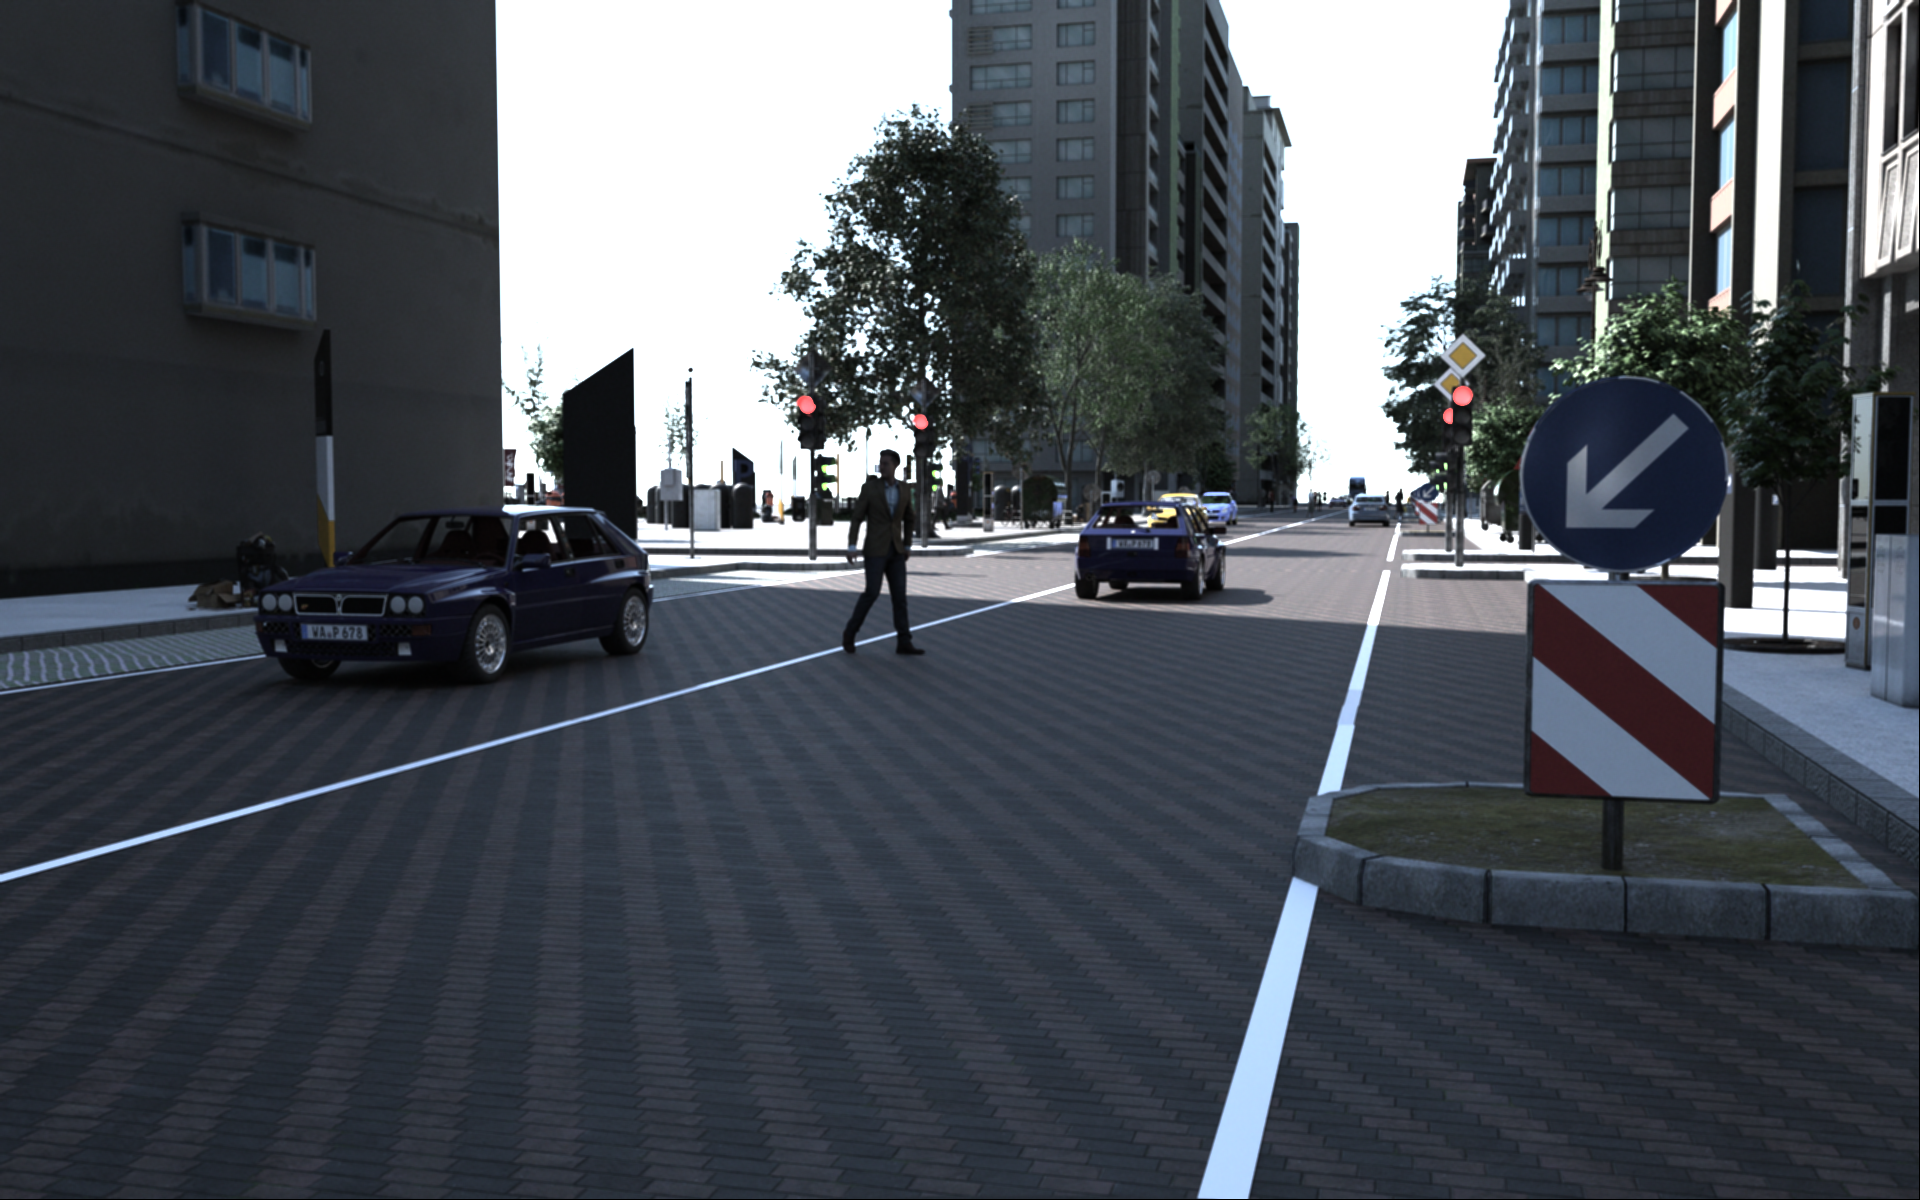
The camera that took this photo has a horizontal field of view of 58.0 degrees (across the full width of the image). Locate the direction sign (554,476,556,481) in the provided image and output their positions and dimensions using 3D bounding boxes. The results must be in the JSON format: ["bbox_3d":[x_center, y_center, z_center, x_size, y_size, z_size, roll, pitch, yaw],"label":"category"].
[{"bbox_3d":[-27.512,-7.740,118.550,0.876,3.537,0.379,3,5,44],"label":"direction sign"}]

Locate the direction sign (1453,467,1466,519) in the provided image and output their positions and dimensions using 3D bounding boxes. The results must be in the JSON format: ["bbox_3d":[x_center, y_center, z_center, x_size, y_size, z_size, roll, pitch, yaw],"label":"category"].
[{"bbox_3d":[25.897,-5.947,89.233,0.379,3.537,0.876,0,4,-6],"label":"direction sign"}]

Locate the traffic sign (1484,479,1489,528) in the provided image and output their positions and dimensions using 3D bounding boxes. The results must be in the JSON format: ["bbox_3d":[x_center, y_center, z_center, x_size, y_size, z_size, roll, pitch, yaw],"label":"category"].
[{"bbox_3d":[19.510,-3.904,63.942,0.768,2.556,0.104,1,4,18],"label":"traffic sign"}]

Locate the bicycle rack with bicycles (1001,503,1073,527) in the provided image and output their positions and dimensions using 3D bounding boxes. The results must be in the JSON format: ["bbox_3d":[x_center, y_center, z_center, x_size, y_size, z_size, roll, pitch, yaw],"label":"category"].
[{"bbox_3d":[3.202,-3.363,68.370,2.852,0.926,2.925,-1,4,-22],"label":"bicycle rack with bicycles"}]

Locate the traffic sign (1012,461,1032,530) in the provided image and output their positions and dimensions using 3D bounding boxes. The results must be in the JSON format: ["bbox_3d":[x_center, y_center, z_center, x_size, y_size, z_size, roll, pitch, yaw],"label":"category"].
[{"bbox_3d":[2.231,-3.823,62.619,0.768,2.556,0.104,1,4,15],"label":"traffic sign"}]

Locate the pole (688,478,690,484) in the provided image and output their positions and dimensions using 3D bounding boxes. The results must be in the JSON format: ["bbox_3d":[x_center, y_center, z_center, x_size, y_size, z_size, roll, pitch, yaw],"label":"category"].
[{"bbox_3d":[-13.459,-5.647,86.165,0.158,3.312,0.155,0,3,0],"label":"pole"}]

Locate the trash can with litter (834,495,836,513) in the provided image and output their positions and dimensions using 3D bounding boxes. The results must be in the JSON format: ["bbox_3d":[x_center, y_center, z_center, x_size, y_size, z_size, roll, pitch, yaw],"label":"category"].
[{"bbox_3d":[-6.304,-4.875,90.759,1.678,1.210,2.233,0,4,8],"label":"trash can with litter"}]

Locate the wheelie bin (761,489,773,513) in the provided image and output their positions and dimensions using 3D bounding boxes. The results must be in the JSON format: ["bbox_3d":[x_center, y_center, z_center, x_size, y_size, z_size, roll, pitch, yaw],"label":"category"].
[{"bbox_3d":[-13.049,-6.692,117.315,0.980,1.594,0.693,1,4,8],"label":"wheelie bin"}]

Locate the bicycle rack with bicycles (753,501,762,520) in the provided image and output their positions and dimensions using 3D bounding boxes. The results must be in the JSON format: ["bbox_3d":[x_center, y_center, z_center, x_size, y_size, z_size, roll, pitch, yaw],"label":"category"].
[{"bbox_3d":[-11.326,-4.478,86.590,2.852,0.926,2.925,2,4,26],"label":"bicycle rack with bicycles"}]

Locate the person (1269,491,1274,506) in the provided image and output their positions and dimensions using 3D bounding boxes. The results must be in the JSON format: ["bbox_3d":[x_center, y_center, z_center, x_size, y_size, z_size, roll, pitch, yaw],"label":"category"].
[{"bbox_3d":[33.646,-10.989,187.174,0.593,1.643,0.415,1,4,23],"label":"person"}]

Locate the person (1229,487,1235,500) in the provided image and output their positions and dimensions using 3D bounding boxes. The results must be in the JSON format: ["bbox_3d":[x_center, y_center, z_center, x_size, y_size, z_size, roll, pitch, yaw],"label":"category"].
[{"bbox_3d":[21.180,-7.866,134.516,0.599,1.838,0.709,2,4,25],"label":"person"}]

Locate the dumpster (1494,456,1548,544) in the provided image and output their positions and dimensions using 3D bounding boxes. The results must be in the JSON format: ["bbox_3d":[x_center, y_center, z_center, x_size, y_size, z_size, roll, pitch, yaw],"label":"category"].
[{"bbox_3d":[14.879,-2.634,45.564,1.502,2.255,1.985,1,4,14],"label":"dumpster"}]

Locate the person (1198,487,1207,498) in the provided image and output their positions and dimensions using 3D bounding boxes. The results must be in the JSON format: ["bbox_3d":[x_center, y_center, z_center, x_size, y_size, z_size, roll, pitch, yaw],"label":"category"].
[{"bbox_3d":[16.861,-6.928,119.844,1.217,1.766,0.721,1,4,15],"label":"person"}]

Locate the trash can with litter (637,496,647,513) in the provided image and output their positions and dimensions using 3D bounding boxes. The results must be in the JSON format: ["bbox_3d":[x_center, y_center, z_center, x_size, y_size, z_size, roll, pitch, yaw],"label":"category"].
[{"bbox_3d":[-19.353,-5.744,105.294,1.055,1.170,0.624,-3,4,-38],"label":"trash can with litter"}]

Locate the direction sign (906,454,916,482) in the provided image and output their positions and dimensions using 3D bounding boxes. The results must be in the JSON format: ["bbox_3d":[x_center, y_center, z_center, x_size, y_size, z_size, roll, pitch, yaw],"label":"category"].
[{"bbox_3d":[-2.629,-6.485,98.033,0.876,3.537,0.379,-1,4,-14],"label":"direction sign"}]

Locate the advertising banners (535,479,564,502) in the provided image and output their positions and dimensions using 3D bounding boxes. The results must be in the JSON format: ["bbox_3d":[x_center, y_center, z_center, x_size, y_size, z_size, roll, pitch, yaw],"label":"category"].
[{"bbox_3d":[-20.675,-5.573,87.307,0.090,3.025,2.074,3,4,36],"label":"advertising banners"}]

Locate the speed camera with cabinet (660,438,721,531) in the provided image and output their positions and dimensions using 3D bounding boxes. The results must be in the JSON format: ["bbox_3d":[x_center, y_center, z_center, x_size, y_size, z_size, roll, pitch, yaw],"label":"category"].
[{"bbox_3d":[-9.468,-4.067,60.828,2.038,3.252,0.660,1,4,8],"label":"speed camera with cabinet"}]

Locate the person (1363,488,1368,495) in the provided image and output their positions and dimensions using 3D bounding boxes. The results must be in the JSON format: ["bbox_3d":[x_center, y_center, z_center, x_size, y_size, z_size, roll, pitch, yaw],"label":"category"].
[{"bbox_3d":[28.276,-6.883,121.053,0.705,1.823,1.348,0,4,-6],"label":"person"}]

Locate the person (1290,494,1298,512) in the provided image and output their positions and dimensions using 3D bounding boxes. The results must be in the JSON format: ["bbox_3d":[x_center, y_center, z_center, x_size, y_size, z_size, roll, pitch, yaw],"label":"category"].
[{"bbox_3d":[26.338,-7.641,136.655,0.697,1.427,0.421,3,5,40],"label":"person"}]

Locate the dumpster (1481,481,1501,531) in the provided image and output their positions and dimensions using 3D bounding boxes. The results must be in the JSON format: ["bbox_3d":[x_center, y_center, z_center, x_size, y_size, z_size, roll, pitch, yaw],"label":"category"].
[{"bbox_3d":[18.845,-3.341,60.381,1.264,1.857,1.865,1,4,14],"label":"dumpster"}]

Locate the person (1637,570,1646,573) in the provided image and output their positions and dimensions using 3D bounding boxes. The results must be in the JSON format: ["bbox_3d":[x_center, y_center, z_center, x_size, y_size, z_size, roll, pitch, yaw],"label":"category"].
[{"bbox_3d":[11.024,-1.356,28.177,0.622,1.834,0.822,0,4,7],"label":"person"}]

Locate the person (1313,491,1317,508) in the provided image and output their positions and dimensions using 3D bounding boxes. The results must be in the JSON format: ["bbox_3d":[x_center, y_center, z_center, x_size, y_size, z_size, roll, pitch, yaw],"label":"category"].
[{"bbox_3d":[36.193,-10.269,177.203,0.742,1.727,0.445,3,5,39],"label":"person"}]

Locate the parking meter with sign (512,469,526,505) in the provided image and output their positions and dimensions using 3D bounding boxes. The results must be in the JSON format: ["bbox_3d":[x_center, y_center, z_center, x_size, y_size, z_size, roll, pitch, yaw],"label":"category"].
[{"bbox_3d":[-30.999,-7.699,122.132,0.543,3.016,1.738,2,4,26],"label":"parking meter with sign"}]

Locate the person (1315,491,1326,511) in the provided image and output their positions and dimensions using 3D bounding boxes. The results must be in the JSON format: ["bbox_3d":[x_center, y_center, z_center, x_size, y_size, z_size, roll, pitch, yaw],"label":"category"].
[{"bbox_3d":[30.280,-8.332,145.522,0.721,1.735,1.217,-2,4,-34],"label":"person"}]

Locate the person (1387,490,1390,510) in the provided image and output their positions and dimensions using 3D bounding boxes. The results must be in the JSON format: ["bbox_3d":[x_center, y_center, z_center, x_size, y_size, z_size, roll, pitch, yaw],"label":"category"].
[{"bbox_3d":[39.500,-9.239,159.574,0.705,1.823,1.348,1,4,12],"label":"person"}]

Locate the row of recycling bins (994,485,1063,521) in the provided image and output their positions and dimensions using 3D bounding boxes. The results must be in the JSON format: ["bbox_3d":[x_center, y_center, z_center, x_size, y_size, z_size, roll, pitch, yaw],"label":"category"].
[{"bbox_3d":[3.208,-4.611,82.499,3.534,1.692,1.069,-1,4,-22],"label":"row of recycling bins"}]

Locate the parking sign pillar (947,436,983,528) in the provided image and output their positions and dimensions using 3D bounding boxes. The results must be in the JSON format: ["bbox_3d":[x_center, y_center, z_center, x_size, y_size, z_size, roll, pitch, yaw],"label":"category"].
[{"bbox_3d":[0.180,-4.797,66.902,1.447,3.967,1.447,1,4,10],"label":"parking sign pillar"}]

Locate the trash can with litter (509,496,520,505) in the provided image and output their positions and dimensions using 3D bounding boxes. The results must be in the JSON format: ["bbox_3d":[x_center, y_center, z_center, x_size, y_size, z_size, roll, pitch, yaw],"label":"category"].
[{"bbox_3d":[-19.632,-3.895,74.746,2.233,1.210,1.678,-3,5,-40],"label":"trash can with litter"}]

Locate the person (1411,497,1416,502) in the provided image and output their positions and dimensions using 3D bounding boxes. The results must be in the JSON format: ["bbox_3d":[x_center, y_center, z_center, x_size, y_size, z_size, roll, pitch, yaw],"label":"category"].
[{"bbox_3d":[39.117,-8.370,148.615,1.065,1.426,0.557,-2,4,-32],"label":"person"}]

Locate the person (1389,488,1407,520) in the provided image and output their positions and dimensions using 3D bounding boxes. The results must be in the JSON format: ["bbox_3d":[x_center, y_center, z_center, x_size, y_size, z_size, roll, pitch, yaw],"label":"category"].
[{"bbox_3d":[24.291,-5.407,97.123,1.509,1.804,0.699,1,4,9],"label":"person"}]

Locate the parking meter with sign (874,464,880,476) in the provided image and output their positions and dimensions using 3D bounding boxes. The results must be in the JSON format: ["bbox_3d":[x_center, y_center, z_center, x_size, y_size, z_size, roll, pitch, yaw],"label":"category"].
[{"bbox_3d":[-4.100,-6.302,99.299,1.738,3.016,0.543,3,4,38],"label":"parking meter with sign"}]

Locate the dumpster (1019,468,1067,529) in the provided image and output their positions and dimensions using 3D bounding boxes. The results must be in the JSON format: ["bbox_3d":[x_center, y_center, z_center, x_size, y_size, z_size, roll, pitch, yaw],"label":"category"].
[{"bbox_3d":[3.108,-3.817,64.895,1.502,2.255,1.985,1,4,15],"label":"dumpster"}]

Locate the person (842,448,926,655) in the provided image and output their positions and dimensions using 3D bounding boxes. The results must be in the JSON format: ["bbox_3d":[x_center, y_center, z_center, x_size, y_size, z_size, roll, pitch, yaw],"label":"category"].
[{"bbox_3d":[-0.718,-0.435,15.526,0.836,1.842,0.656,2,4,28],"label":"person"}]

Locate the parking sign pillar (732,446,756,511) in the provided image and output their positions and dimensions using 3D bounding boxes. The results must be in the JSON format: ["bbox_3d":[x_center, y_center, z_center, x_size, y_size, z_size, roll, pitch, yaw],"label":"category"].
[{"bbox_3d":[-12.172,-6.673,97.577,1.447,3.967,1.447,-2,4,-26],"label":"parking sign pillar"}]

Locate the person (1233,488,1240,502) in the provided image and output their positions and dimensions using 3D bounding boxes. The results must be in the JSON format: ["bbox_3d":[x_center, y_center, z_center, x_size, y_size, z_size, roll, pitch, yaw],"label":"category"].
[{"bbox_3d":[22.402,-8.293,141.721,0.705,1.814,1.350,-3,5,-43],"label":"person"}]

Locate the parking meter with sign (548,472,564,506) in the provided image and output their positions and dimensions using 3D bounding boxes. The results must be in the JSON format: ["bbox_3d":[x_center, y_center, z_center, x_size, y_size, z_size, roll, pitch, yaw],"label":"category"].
[{"bbox_3d":[-22.799,-6.271,98.791,0.543,3.016,1.738,2,4,23],"label":"parking meter with sign"}]

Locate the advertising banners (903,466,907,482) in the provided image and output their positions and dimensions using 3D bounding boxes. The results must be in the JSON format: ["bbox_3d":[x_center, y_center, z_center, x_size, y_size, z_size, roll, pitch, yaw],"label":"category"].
[{"bbox_3d":[-3.981,-6.887,108.794,2.074,3.025,0.090,-3,5,-43],"label":"advertising banners"}]

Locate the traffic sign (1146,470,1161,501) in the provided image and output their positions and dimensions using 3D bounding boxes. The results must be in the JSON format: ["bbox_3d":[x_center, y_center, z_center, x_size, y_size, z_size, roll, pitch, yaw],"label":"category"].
[{"bbox_3d":[10.208,-5.585,91.428,0.768,2.556,0.104,1,4,18],"label":"traffic sign"}]

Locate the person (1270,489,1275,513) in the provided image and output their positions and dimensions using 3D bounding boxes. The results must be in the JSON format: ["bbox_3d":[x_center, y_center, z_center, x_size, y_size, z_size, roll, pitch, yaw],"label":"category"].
[{"bbox_3d":[23.843,-7.561,132.061,0.705,1.831,1.348,1,4,15],"label":"person"}]

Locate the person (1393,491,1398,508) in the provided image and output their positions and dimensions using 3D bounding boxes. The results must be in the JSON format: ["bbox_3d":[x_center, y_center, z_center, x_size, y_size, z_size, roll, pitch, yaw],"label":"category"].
[{"bbox_3d":[45.656,-10.517,181.169,0.721,1.736,1.217,-1,4,-18],"label":"person"}]

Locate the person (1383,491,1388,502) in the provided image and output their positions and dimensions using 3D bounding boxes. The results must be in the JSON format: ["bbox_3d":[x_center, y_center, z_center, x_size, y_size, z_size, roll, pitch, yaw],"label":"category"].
[{"bbox_3d":[41.085,-9.687,167.409,0.750,1.759,0.617,1,4,13],"label":"person"}]

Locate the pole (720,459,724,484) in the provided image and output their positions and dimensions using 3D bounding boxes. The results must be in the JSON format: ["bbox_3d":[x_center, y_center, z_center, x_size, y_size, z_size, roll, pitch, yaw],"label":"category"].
[{"bbox_3d":[-14.019,-6.621,102.102,0.158,3.312,0.155,0,3,0],"label":"pole"}]

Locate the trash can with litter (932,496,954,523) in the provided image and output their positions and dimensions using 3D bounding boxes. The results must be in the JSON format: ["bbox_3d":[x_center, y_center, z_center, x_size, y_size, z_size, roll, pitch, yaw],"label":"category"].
[{"bbox_3d":[-1.149,-4.045,77.186,2.233,1.210,1.678,-1,4,-11],"label":"trash can with litter"}]

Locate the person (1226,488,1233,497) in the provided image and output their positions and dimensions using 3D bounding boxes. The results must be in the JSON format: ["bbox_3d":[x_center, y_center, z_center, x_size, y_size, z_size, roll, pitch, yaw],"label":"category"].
[{"bbox_3d":[20.393,-7.609,131.251,0.742,1.727,0.445,3,5,44],"label":"person"}]

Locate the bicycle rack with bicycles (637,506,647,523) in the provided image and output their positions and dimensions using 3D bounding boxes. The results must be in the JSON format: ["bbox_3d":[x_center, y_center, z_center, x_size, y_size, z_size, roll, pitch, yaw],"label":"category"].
[{"bbox_3d":[-12.870,-3.972,78.322,2.925,0.926,2.852,2,4,25],"label":"bicycle rack with bicycles"}]

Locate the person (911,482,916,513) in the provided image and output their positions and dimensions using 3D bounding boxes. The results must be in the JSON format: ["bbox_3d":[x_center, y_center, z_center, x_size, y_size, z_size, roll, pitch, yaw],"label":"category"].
[{"bbox_3d":[-1.928,-4.066,72.770,0.600,1.795,0.529,2,4,24],"label":"person"}]

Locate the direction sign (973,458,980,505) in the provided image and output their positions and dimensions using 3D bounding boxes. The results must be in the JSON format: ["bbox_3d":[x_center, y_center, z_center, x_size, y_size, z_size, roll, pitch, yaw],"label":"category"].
[{"bbox_3d":[0.836,-7.139,108.713,0.876,3.537,0.379,2,4,25],"label":"direction sign"}]

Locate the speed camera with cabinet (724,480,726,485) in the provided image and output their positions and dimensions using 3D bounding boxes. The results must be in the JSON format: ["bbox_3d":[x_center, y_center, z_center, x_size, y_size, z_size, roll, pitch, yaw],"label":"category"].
[{"bbox_3d":[-14.623,-7.110,110.577,2.038,3.252,0.660,-1,4,-21],"label":"speed camera with cabinet"}]

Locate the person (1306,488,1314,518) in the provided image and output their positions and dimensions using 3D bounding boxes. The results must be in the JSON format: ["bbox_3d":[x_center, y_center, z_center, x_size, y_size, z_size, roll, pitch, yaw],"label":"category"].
[{"bbox_3d":[21.426,-5.950,106.003,0.478,1.798,0.641,-1,4,-20],"label":"person"}]

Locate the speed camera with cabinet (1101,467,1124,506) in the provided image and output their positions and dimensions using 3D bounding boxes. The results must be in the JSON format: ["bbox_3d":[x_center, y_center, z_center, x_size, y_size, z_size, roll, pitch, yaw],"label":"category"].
[{"bbox_3d":[9.482,-7.054,109.667,2.038,3.252,0.660,-3,4,-38],"label":"speed camera with cabinet"}]

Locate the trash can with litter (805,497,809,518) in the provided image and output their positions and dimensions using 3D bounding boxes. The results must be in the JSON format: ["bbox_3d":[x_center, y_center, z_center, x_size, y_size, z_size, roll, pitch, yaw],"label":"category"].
[{"bbox_3d":[-8.104,-4.921,91.852,0.624,1.170,1.055,-3,5,-41],"label":"trash can with litter"}]

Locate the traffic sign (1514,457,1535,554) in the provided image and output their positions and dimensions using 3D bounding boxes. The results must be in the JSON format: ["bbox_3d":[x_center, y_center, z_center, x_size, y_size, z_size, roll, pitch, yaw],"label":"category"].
[{"bbox_3d":[12.356,-2.278,37.244,0.884,2.594,0.081,1,4,15],"label":"traffic sign"}]

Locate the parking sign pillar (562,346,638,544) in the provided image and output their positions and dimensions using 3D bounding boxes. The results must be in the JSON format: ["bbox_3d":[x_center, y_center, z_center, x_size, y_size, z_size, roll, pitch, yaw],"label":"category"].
[{"bbox_3d":[-6.601,-2.649,31.780,1.447,3.967,1.447,0,4,-6],"label":"parking sign pillar"}]

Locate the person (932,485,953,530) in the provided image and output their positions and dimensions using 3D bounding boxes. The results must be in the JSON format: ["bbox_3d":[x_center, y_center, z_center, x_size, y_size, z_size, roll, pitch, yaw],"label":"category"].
[{"bbox_3d":[-0.633,-3.389,61.846,0.834,1.777,0.661,0,4,-8],"label":"person"}]

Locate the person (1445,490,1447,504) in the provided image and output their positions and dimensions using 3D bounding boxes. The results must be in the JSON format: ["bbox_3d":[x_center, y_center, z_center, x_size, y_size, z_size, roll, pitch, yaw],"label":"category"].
[{"bbox_3d":[60.684,-12.800,215.845,1.217,1.766,0.721,-2,4,-29],"label":"person"}]

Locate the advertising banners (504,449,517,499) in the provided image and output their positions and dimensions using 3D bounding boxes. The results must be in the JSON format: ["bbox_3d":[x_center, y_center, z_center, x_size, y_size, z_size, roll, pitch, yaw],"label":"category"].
[{"bbox_3d":[-17.850,-4.257,65.785,2.074,3.025,0.090,-1,4,-14],"label":"advertising banners"}]

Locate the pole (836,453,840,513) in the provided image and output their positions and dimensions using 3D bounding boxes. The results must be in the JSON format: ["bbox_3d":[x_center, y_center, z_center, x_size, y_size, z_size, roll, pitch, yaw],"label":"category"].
[{"bbox_3d":[-6.059,-5.640,86.056,0.158,3.312,0.155,0,3,0],"label":"pole"}]

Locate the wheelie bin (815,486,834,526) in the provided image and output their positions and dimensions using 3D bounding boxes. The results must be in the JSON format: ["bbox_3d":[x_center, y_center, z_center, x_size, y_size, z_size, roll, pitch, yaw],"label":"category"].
[{"bbox_3d":[-5.605,-3.834,70.602,0.693,1.594,0.980,3,5,44],"label":"wheelie bin"}]
